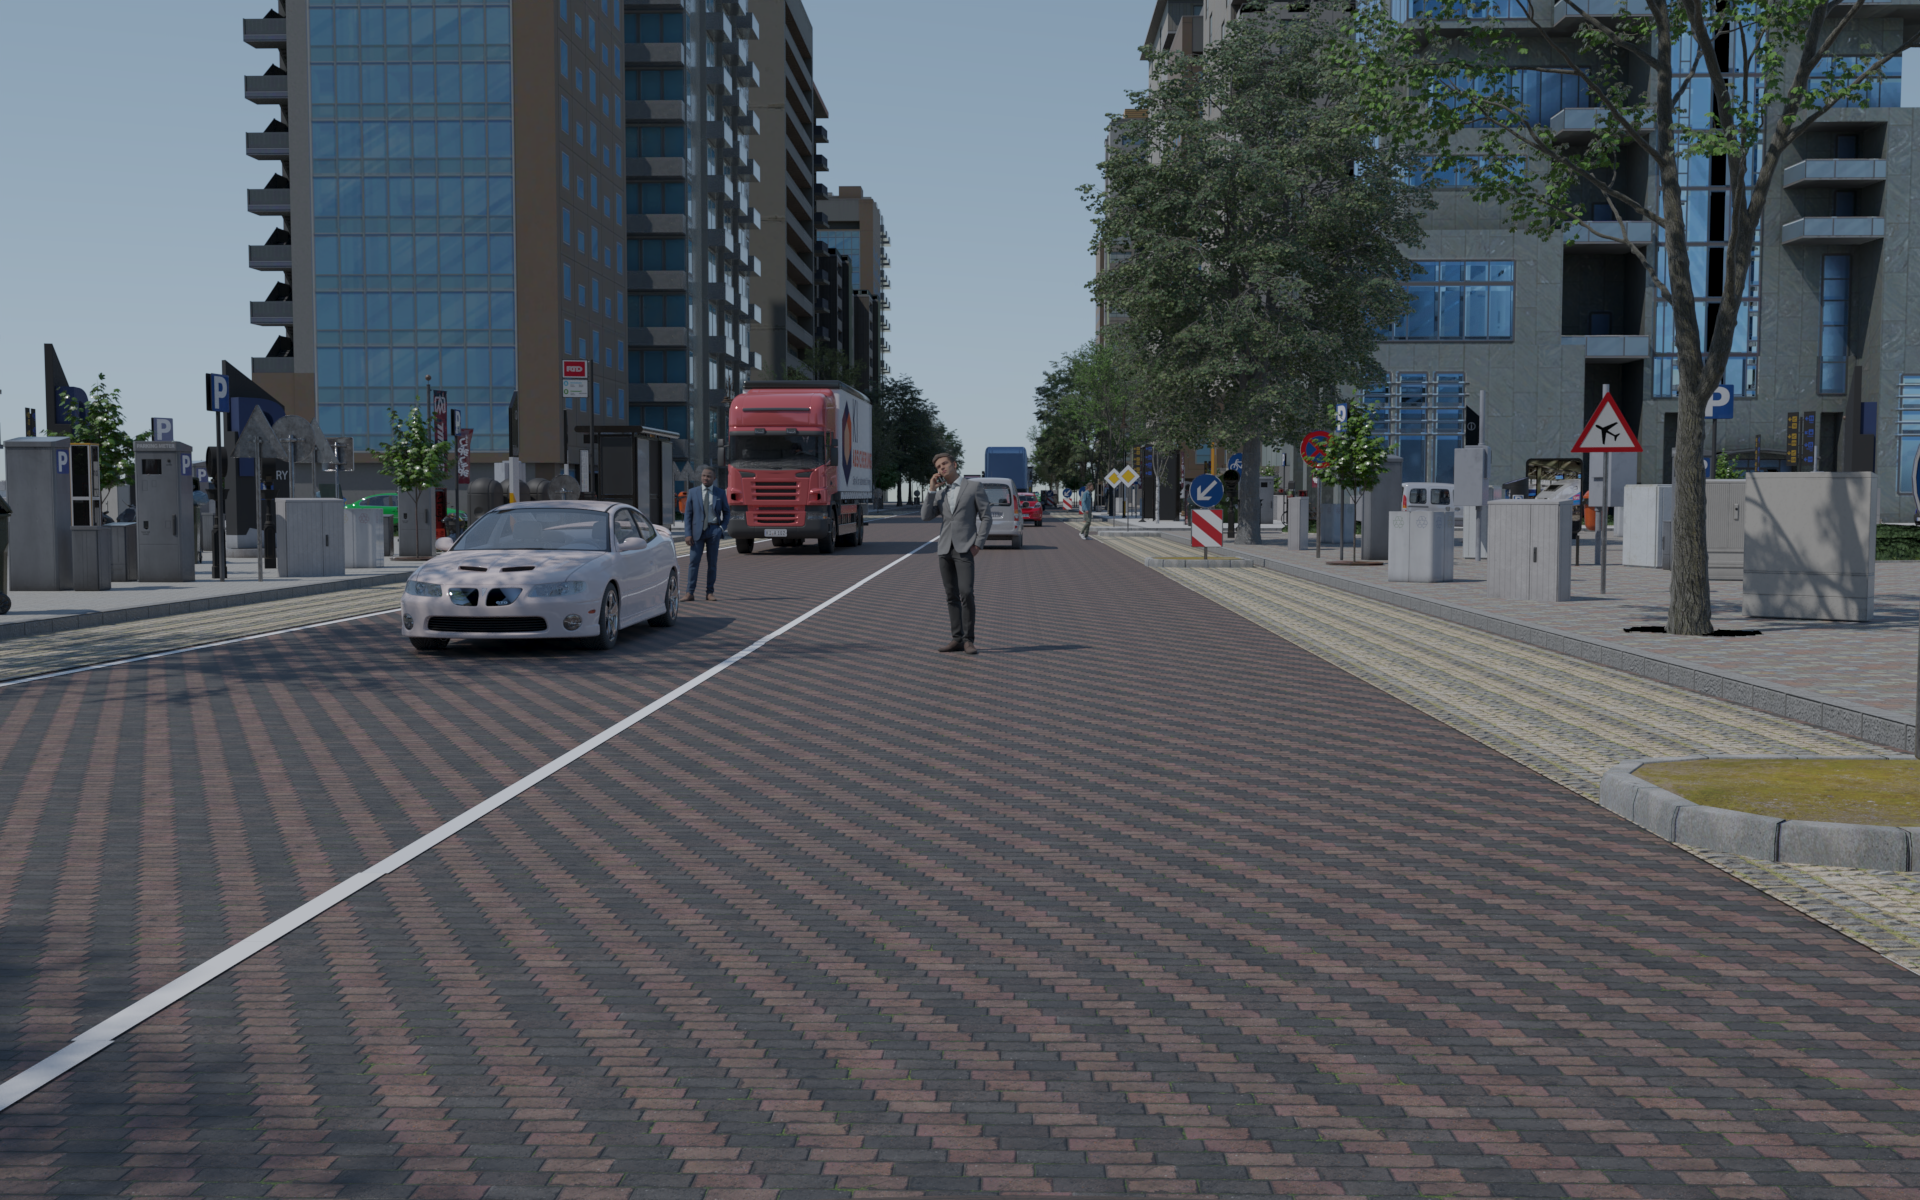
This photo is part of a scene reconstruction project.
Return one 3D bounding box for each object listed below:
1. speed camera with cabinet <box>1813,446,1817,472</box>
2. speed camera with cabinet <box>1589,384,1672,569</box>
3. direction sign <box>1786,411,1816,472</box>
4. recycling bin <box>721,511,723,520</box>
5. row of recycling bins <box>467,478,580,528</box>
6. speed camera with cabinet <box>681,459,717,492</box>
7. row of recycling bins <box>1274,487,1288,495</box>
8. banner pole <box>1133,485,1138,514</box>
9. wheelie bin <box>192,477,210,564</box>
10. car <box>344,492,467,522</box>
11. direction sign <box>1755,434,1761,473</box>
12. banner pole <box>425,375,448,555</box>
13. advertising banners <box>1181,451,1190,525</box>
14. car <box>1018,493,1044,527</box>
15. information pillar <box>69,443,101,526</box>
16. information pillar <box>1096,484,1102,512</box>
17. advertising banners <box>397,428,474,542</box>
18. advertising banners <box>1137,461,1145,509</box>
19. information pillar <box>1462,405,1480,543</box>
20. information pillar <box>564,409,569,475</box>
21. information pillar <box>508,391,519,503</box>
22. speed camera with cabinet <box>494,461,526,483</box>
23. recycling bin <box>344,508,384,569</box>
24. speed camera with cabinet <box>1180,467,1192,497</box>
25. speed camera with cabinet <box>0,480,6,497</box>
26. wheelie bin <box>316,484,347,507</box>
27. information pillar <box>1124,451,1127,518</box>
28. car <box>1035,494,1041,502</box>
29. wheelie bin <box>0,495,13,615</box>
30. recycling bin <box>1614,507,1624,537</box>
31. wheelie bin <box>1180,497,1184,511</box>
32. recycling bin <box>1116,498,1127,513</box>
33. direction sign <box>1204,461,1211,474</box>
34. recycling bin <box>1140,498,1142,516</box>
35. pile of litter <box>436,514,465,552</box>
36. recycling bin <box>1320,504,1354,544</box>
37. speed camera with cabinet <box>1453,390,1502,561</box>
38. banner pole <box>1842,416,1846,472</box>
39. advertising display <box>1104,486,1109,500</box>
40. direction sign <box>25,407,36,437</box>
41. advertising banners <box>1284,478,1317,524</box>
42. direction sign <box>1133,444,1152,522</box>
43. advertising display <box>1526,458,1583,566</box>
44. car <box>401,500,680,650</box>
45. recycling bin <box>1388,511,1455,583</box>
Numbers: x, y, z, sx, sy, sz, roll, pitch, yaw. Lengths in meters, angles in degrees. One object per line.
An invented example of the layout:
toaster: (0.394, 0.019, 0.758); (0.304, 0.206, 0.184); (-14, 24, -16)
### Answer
speed camera with cabinet: (35.230, -4.651, 70.376); (0.660, 3.252, 2.038); (0, 4, 3)
speed camera with cabinet: (11.981, -2.223, 30.676); (0.660, 3.252, 2.038); (-1, 4, -13)
direction sign: (23.140, -3.409, 47.729); (0.379, 3.537, 0.876); (-2, 4, -24)
recycling bin: (-10.019, -3.669, 72.543); (0.722, 1.027, 0.722); (2, 4, 29)
row of recycling bins: (-11.121, -2.279, 44.380); (1.069, 1.692, 3.534); (2, 4, 30)
speed camera with cabinet: (-14.606, -6.272, 96.888); (2.038, 3.252, 0.660); (1, 4, 21)
row of recycling bins: (19.022, -6.018, 105.501); (3.534, 1.692, 1.069); (-1, 4, -21)
banner pole: (11.500, -7.600, 114.281); (0.401, 3.779, 0.863); (-1, 4, -11)
wheelie bin: (-14.258, -1.459, 31.765); (0.980, 1.594, 0.693); (-1, 4, -18)
car: (-20.578, -3.387, 64.180); (4.718, 1.807, 1.959); (0, 4, 2)
direction sign: (30.423, -4.533, 66.118); (0.379, 3.537, 0.876); (1, 4, 15)
banner pole: (-11.071, -2.851, 36.638); (0.401, 3.779, 0.863); (1, 4, 20)
advertising banners: (9.418, -4.633, 71.940); (0.090, 3.025, 2.074); (1, 4, 21)
car: (2.717, -4.176, 77.325); (2.155, 1.783, 4.494); (0, 3, 0)
information pillar: (-12.710, -1.266, 25.184); (0.304, 2.012, 0.304); (0, 4, -4)
information pillar: (9.732, -7.160, 121.561); (0.304, 2.012, 0.304); (-2, 4, -27)
advertising banners: (-13.784, -3.021, 45.586); (2.074, 3.025, 0.090); (-3, 4, -36)
advertising banners: (9.911, -5.838, 91.641); (0.090, 3.025, 2.074); (-2, 4, -26)
information pillar: (13.502, -3.314, 45.547); (0.504, 3.616, 0.183); (0, 4, 3)
information pillar: (-10.956, -3.478, 48.224); (0.183, 3.616, 0.504); (-1, 4, -9)
information pillar: (-10.066, -2.921, 39.119); (0.183, 3.616, 0.504); (0, 4, 2)
speed camera with cabinet: (-12.093, -3.336, 48.877); (0.660, 3.252, 2.038); (3, 5, 44)
recycling bin: (-10.477, -1.077, 30.162); (0.722, 1.027, 0.722); (0, 4, -6)
speed camera with cabinet: (15.661, -7.952, 124.347); (2.038, 3.252, 0.660); (-2, 4, -31)
speed camera with cabinet: (-64.129, -7.499, 116.937); (0.660, 3.252, 2.038); (0, 4, 3)
wheelie bin: (-19.201, -2.740, 52.705); (0.980, 1.594, 0.693); (-2, 4, -33)
information pillar: (9.032, -6.332, 94.874); (0.183, 3.616, 0.504); (0, 4, 1)
car: (10.853, -14.171, 240.484); (1.959, 1.807, 4.718); (0, 4, 3)
wheelie bin: (-10.510, -0.643, 18.426); (0.693, 1.594, 0.980); (-3, 5, -40)
recycling bin: (19.943, -2.392, 51.669); (0.722, 1.027, 0.722); (1, 4, 12)
wheelie bin: (16.460, -7.365, 128.330); (0.980, 1.594, 0.693); (0, 4, 6)
recycling bin: (11.081, -6.475, 118.414); (0.722, 1.027, 0.722); (-1, 4, -10)
direction sign: (16.948, -7.744, 118.606); (0.379, 3.537, 0.876); (3, 5, 40)
recycling bin: (11.064, -5.475, 102.069); (0.722, 1.027, 0.722); (-2, 4, -25)
pile of litter: (-11.294, -1.508, 38.615); (1.719, 0.858, 1.176); (0, 4, -1)
recycling bin: (9.831, -1.997, 45.201); (0.722, 1.027, 0.722); (-1, 4, -22)
speed camera with cabinet: (10.115, -2.415, 33.825); (0.660, 3.252, 2.038); (2, 4, 27)
banner pole: (28.417, -3.994, 55.314); (0.401, 3.779, 0.863); (-2, 4, -27)
advertising display: (12.168, -8.366, 141.994); (0.123, 1.923, 0.974); (-2, 4, -34)
direction sign: (-24.452, -3.282, 45.656); (0.379, 3.537, 0.876); (-1, 4, -14)
advertising banners: (14.378, -4.676, 72.636); (0.090, 3.025, 2.074); (-2, 4, -33)
direction sign: (8.338, -5.327, 79.094); (0.876, 3.537, 0.379); (1, 4, 10)
advertising display: (10.627, -1.578, 31.017); (0.974, 1.923, 0.123); (1, 4, 21)
car: (-4.069, -0.312, 17.456); (2.083, 1.381, 4.827); (0, 4, 2)
recycling bin: (6.760, -0.785, 25.383); (0.722, 1.027, 0.722); (3, 5, 41)
